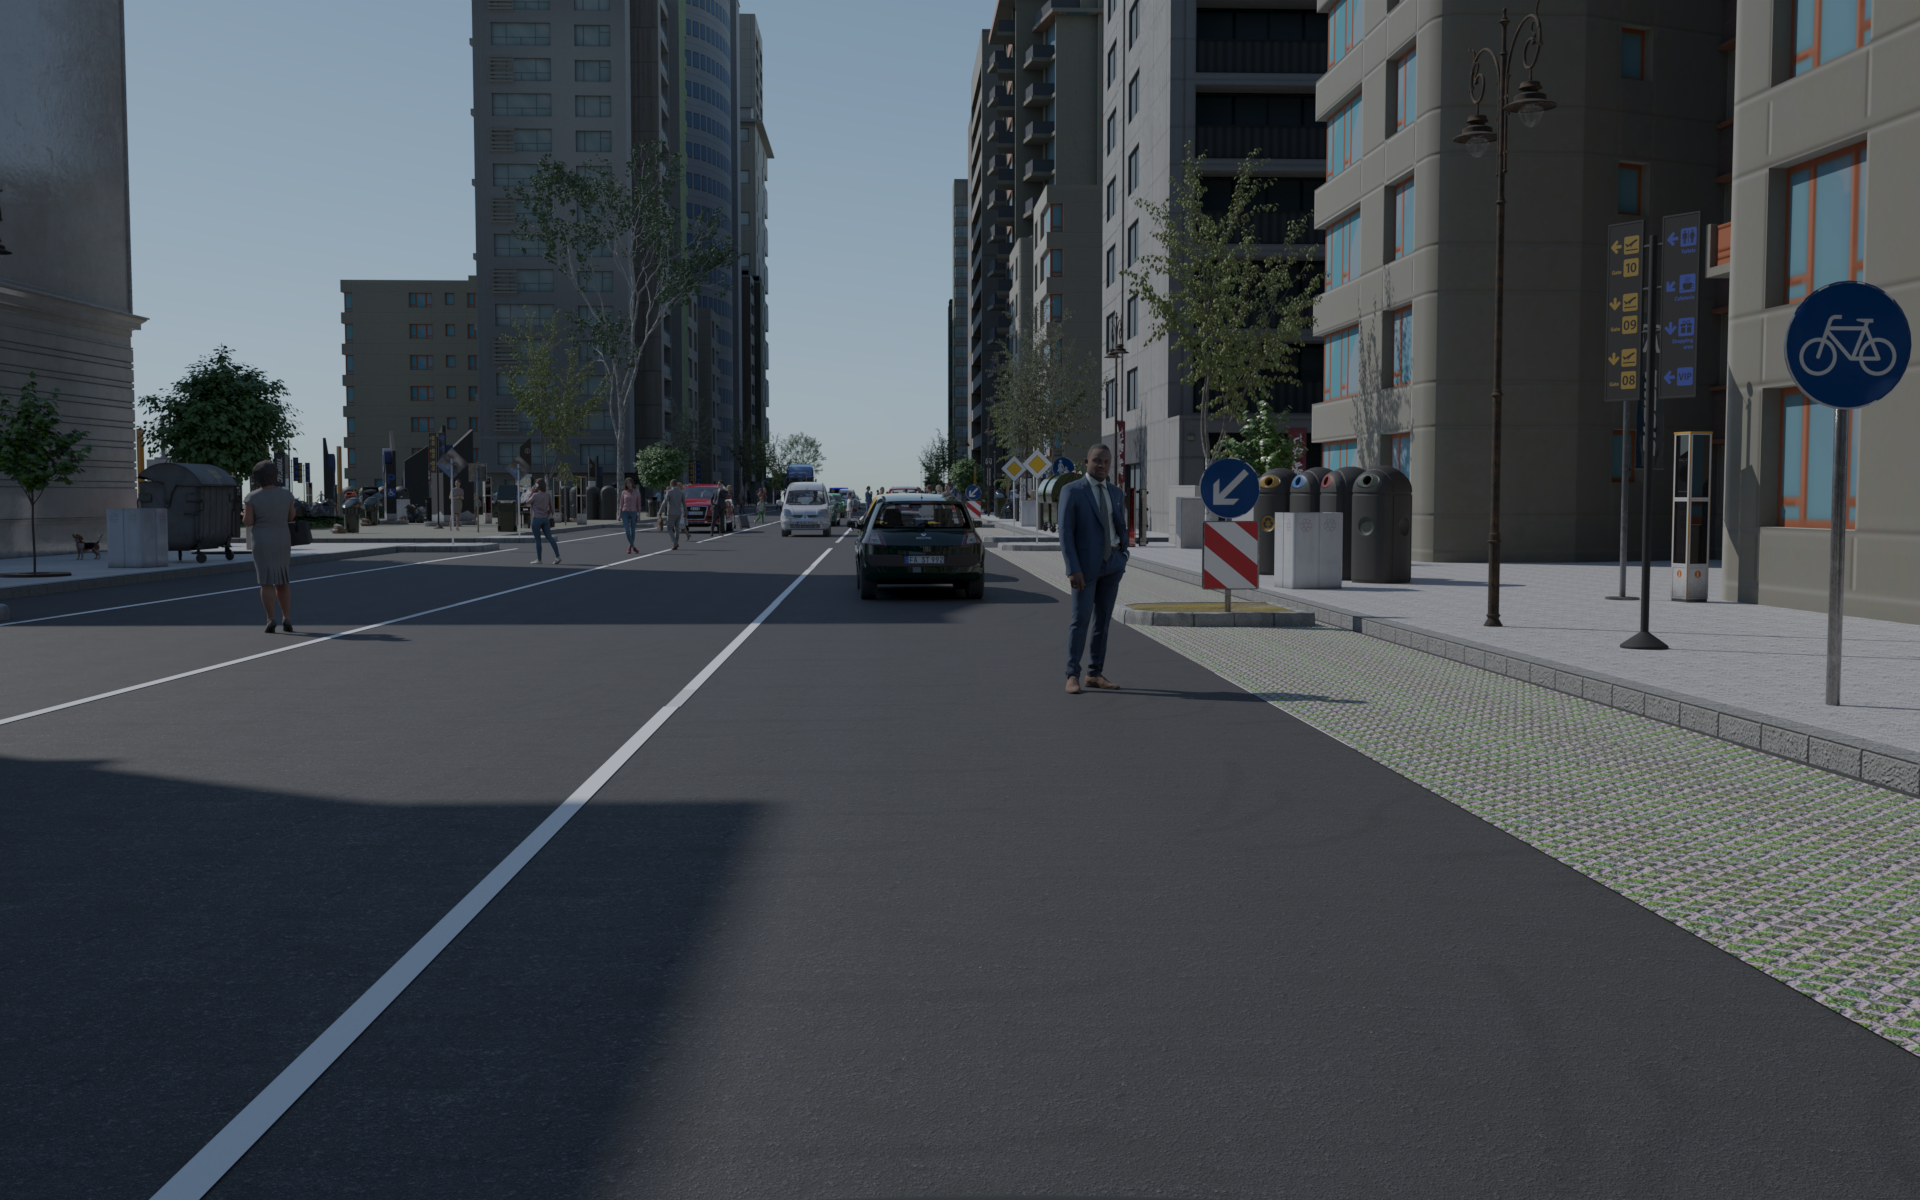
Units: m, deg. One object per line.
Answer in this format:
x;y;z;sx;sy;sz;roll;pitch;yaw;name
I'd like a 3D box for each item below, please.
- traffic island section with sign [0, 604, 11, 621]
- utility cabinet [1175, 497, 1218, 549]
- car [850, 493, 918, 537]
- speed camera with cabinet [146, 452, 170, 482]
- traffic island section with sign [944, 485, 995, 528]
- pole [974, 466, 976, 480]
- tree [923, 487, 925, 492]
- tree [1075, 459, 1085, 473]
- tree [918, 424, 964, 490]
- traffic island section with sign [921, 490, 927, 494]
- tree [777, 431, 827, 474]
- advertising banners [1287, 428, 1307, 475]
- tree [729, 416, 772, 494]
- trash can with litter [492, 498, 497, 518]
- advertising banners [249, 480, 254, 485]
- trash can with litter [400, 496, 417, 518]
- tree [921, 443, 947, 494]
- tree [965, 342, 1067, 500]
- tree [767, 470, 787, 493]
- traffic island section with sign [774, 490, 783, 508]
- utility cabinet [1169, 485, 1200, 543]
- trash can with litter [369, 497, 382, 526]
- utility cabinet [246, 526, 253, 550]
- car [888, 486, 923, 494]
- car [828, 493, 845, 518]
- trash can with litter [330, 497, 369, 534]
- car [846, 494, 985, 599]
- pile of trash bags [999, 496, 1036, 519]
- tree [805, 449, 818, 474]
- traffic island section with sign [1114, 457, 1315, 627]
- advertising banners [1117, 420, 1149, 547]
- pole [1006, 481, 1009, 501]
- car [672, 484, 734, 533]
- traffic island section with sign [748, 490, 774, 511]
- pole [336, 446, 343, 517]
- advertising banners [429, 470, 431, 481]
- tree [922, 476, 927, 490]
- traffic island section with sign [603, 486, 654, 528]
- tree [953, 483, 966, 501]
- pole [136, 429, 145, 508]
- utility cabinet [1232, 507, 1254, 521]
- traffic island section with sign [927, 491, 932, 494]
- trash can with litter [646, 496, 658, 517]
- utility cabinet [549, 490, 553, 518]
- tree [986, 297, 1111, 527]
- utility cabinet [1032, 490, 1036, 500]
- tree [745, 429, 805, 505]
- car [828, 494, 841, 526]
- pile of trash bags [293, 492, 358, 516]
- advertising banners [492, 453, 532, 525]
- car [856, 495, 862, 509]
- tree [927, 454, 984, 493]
-11.837;-0.651;19.272;1.989;1.847;2.006;0;4;-2;traffic island section with sign
5.601;-1.820;40.911;1.020;1.237;0.306;-1;4;-23;utility cabinet
-0.932;-1.231;30.357;2.015;1.641;3.980;0;4;-2;car
-20.592;-2.983;43.110;2.038;3.252;0.660;-1;4;-18;speed camera with cabinet
0.433;-3.996;73.967;1.989;1.847;2.006;0;4;-2;traffic island section with sign
1.097;-8.118;126.570;0.158;3.312;0.155;0;3;0;pole
-5.110;-17.313;277.669;1.663;3.219;1.824;0;3;0;tree
6.410;-6.075;93.935;1.663;3.219;1.824;0;3;0;tree
-1.366;-14.244;183.255;4.737;8.622;4.395;0;3;0;tree
-4.094;-10.447;179.443;1.989;1.847;2.006;0;4;-2;traffic island section with sign
-26.075;-22.076;286.700;9.928;11.665;9.643;0;3;0;tree
9.624;-3.019;45.556;2.074;3.025;0.090;0;4;6;advertising banners
-20.011;-12.936;161.872;4.360;8.622;3.978;0;3;0;tree
-25.175;-5.004;93.209;1.055;1.170;0.624;3;4;38;trash can with litter
-48.992;-7.682;121.794;2.074;3.025;0.090;-3;4;-38;advertising banners
-28.368;-4.759;89.200;1.055;1.170;0.624;-2;4;-35;trash can with litter
-3.757;-17.947;243.790;4.360;8.622;3.978;0;3;0;tree
3.189;-8.197;84.382;4.737;8.622;4.395;0;3;0;tree
-22.445;-14.207;215.995;4.285;4.588;4.351;0;3;0;tree
-18.711;-10.406;178.770;1.989;1.847;2.006;0;4;-2;traffic island section with sign
5.814;-2.184;44.380;0.318;1.500;1.173;-2;4;-27;utility cabinet
-23.623;-3.549;69.416;0.624;1.170;1.055;0;4;1;trash can with litter
-16.226;-1.783;40.319;0.306;1.237;1.020;0;4;7;utility cabinet
-2.595;-4.511;82.425;2.281;1.827;5.304;0;4;-1;car
-7.909;-5.878;104.906;1.959;1.807;4.718;0;4;-2;car
-19.968;-2.755;56.431;0.624;1.170;1.055;2;4;27;trash can with litter
-0.629;-0.932;25.025;2.009;1.686;4.222;0;4;-4;car
3.500;-4.885;89.629;1.912;1.369;3.447;2;4;29;pile of trash bags
-24.955;-20.017;277.644;4.737;8.622;4.395;0;3;0;tree
2.777;-0.664;19.483;1.989;1.847;2.006;0;4;-2;traffic island section with sign
4.165;-2.794;41.875;0.090;3.025;2.074;2;4;27;advertising banners
3.477;-8.103;126.328;0.158;3.312;0.155;0;3;0;pole
-9.679;-3.458;65.206;2.281;1.827;5.304;0;4;-2;car
-17.538;-8.744;151.591;1.989;1.847;2.006;0;4;-2;traffic island section with sign
-26.326;-4.873;73.518;0.158;3.312;0.155;0;3;0;pole
-36.695;-7.396;117.118;2.074;3.025;0.090;0;4;4;advertising banners
-3.924;-16.316;250.485;4.285;4.588;4.351;0;3;0;tree
-14.212;-4.021;74.370;1.989;1.847;2.006;0;4;-2;traffic island section with sign
0.366;-9.592;151.429;1.663;3.219;1.824;0;3;0;tree
-25.556;-3.683;54.062;0.158;3.312;0.155;0;3;0;pole
5.824;-1.456;34.964;0.306;1.237;1.020;-2;4;-23;utility cabinet
-0.754;-5.694;101.727;1.989;1.847;2.006;0;4;-2;traffic island section with sign
-17.150;-5.175;96.005;0.624;1.170;1.055;-2;4;-31;trash can with litter
-20.801;-4.822;87.519;0.318;1.500;1.173;-1;4;-20;utility cabinet
3.386;-6.970;64.315;4.360;8.622;3.978;0;3;0;tree
3.811;-5.164;93.110;0.318;1.500;1.173;1;4;23;utility cabinet
-21.660;-15.463;203.174;4.737;8.622;4.395;0;3;0;tree
-6.387;-4.055;78.095;2.131;1.459;4.920;0;4;-1;car
-29.386;-4.303;80.105;3.447;1.369;1.912;1;4;13;pile of trash bags
-18.765;-4.692;72.903;0.090;3.025;2.074;2;4;32;advertising banners
-10.509;-9.459;167.020;2.083;1.381;4.827;0;4;-2;car
0.509;-9.481;138.720;4.285;4.588;4.351;0;3;0;tree
